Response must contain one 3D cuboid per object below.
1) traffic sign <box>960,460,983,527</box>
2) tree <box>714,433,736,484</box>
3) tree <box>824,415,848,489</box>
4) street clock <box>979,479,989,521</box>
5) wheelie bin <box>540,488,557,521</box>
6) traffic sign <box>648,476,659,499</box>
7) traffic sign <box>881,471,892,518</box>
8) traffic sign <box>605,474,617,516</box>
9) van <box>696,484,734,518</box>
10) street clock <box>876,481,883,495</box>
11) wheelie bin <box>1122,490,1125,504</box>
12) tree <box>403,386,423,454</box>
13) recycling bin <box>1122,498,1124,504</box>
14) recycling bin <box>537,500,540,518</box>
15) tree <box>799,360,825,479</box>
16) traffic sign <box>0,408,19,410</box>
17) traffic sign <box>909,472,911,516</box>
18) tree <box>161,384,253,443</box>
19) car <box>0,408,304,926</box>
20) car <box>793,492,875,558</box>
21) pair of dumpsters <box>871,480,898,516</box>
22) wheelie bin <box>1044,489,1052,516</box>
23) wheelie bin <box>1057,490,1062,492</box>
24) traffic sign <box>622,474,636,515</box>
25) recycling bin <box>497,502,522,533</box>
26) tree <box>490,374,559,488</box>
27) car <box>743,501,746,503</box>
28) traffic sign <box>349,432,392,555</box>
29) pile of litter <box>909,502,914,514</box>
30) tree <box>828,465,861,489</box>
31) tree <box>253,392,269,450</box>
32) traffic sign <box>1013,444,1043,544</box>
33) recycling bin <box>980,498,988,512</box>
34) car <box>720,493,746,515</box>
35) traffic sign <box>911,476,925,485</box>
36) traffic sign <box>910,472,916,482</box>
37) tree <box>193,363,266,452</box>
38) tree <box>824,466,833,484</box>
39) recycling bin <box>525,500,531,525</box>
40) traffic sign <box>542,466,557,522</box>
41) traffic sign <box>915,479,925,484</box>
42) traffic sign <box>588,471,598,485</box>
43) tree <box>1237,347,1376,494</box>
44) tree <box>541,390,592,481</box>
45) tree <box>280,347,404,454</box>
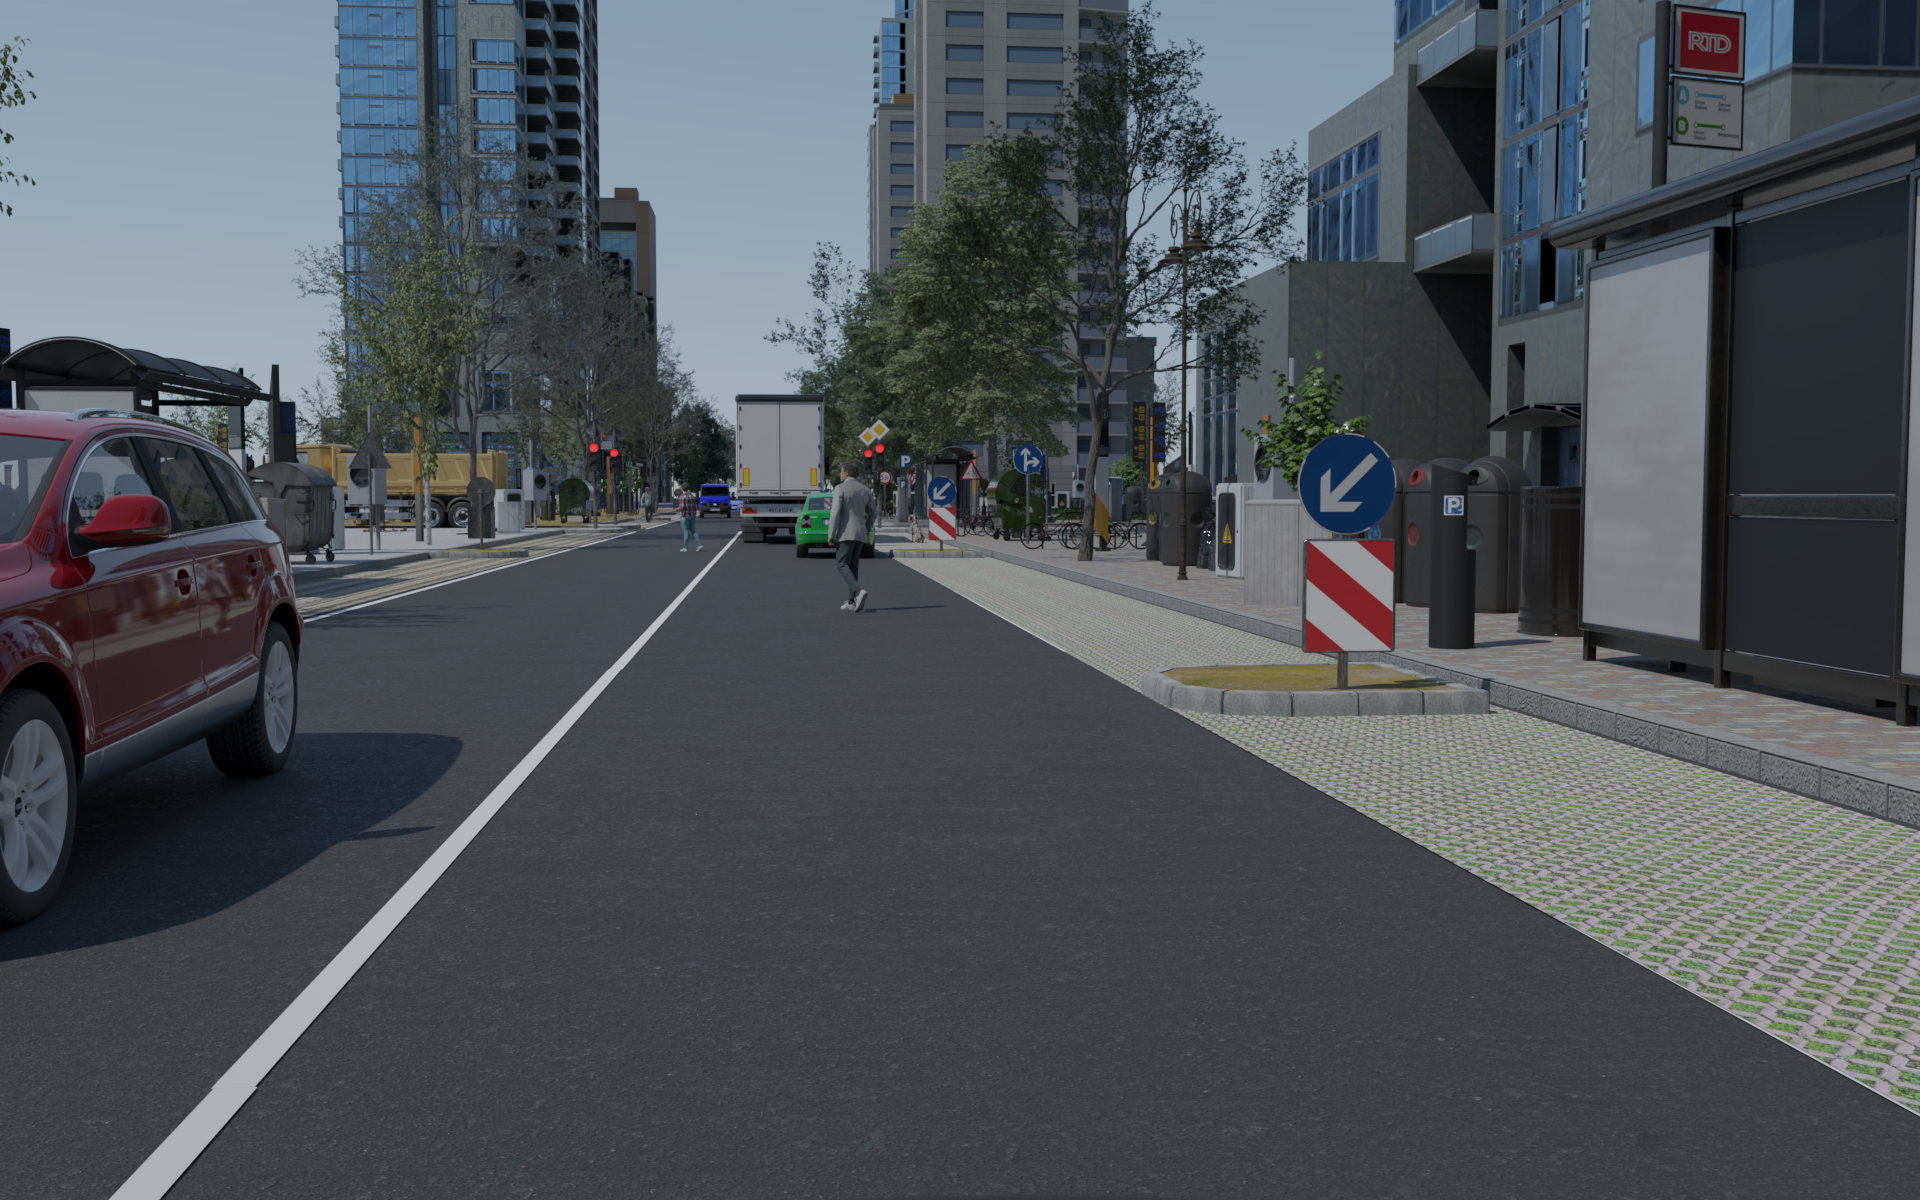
[{"bbox_3d":[0.424,-4.011,65.579,0.884,2.594,0.081,0,4,3],"label":"traffic sign"},{"bbox_3d":[-40.700,-22.323,290.727,9.928,11.665,9.643,0,3,0],"label":"tree"},{"bbox_3d":[-15.833,-17.147,206.107,9.928,11.665,9.643,0,3,0],"label":"tree"},{"bbox_3d":[1.121,-4.690,81.257,0.358,2.002,0.471,-3,4,-36],"label":"street clock"},{"bbox_3d":[-19.852,-4.624,83.508,0.693,1.594,0.980,-3,5,-43],"label":"wheelie bin"},{"bbox_3d":[-21.640,-7.479,122.394,0.768,2.556,0.104,0,4,2],"label":"traffic sign"},{"bbox_3d":[-4.012,-5.646,92.414,0.768,2.556,0.104,0,4,2],"label":"traffic sign"},{"bbox_3d":[-20.091,-6.102,99.866,0.768,2.556,0.104,0,4,2],"label":"traffic sign"},{"bbox_3d":[-14.665,-6.077,103.745,2.240,2.365,5.245,0,4,-8],"label":"van"},{"bbox_3d":[-4.455,-5.550,95.319,0.471,2.002,0.358,0,4,-1],"label":"street clock"},{"bbox_3d":[12.140,-7.443,129.601,0.980,1.594,0.693,0,4,-1],"label":"wheelie bin"},{"bbox_3d":[-30.912,-8.773,93.806,4.360,8.622,3.978,0,3,0],"label":"tree"},{"bbox_3d":[11.359,-6.850,124.556,0.722,1.027,0.722,1,4,17],"label":"recycling bin"},{"bbox_3d":[-23.406,-5.013,94.517,0.722,1.027,0.722,2,4,30],"label":"recycling bin"},{"bbox_3d":[-9.847,-15.148,154.317,9.857,13.997,8.962,0,3,0],"label":"tree"},{"bbox_3d":[-11.498,-1.133,20.648,0.606,2.300,0.079,0,4,-6],"label":"traffic sign"},{"bbox_3d":[-2.912,-6.215,101.617,0.884,2.594,0.081,0,4,-2],"label":"traffic sign"},{"bbox_3d":[-45.907,-9.407,104.161,4.360,8.622,3.978,0,3,0],"label":"tree"},{"bbox_3d":[-4.305,0.084,7.301,2.281,1.827,5.304,0,4,-7],"label":"car"},{"bbox_3d":[-2.917,-1.930,40.356,1.959,1.807,4.718,0,4,-5],"label":"car"},{"bbox_3d":[-4.340,-6.030,101.088,1.574,2.255,4.437,0,4,-6],"label":"pair of dumpsters"},{"bbox_3d":[5.092,-5.774,102.316,0.693,1.594,0.980,-1,4,-16],"label":"wheelie bin"},{"bbox_3d":[7.579,-7.571,131.693,0.693,1.594,0.980,-1,4,-16],"label":"wheelie bin"},{"bbox_3d":[-20.261,-6.492,106.148,0.884,2.594,0.081,0,4,-5],"label":"traffic sign"},{"bbox_3d":[-14.960,-2.749,57.496,0.722,1.027,0.722,-1,4,-10],"label":"recycling bin"},{"bbox_3d":[-24.351,-9.023,97.882,4.360,8.622,3.978,0,3,0],"label":"tree"},{"bbox_3d":[-22.398,-10.465,183.681,1.945,1.354,3.894,0,4,-4],"label":"car"},{"bbox_3d":[-12.341,-2.218,36.260,0.884,2.594,0.081,0,4,-3],"label":"traffic sign"},{"bbox_3d":[-2.958,-5.969,111.550,1.176,0.858,1.719,0,4,1],"label":"pile of litter"},{"bbox_3d":[-11.278,-11.392,169.978,4.285,4.588,4.351,0,3,0],"label":"tree"},{"bbox_3d":[-48.902,-10.649,124.473,4.360,8.622,3.978,0,3,0],"label":"tree"},{"bbox_3d":[1.749,-2.718,44.550,0.768,2.556,0.104,0,4,3],"label":"traffic sign"},{"bbox_3d":[1.795,-6.591,120.318,0.722,1.027,0.722,1,4,17],"label":"recycling bin"},{"bbox_3d":[-16.048,-6.864,121.820,1.945,1.707,3.694,0,4,-8],"label":"car"},{"bbox_3d":[-2.439,-6.096,99.669,0.884,2.594,0.081,0,4,-1],"label":"traffic sign"},{"bbox_3d":[-2.530,-6.132,100.357,0.768,2.556,0.104,0,4,-1],"label":"traffic sign"},{"bbox_3d":[-41.486,-9.025,97.928,4.737,8.622,4.395,0,3,0],"label":"tree"},{"bbox_3d":[-24.131,-22.777,290.526,7.486,12.596,7.792,0,3,0],"label":"tree"},{"bbox_3d":[-18.374,-3.649,72.222,0.722,1.027,0.722,3,5,39],"label":"recycling bin"},{"bbox_3d":[-18.852,-4.852,79.437,0.768,2.556,0.104,0,4,2],"label":"traffic sign"},{"bbox_3d":[-2.160,-5.951,97.397,0.768,2.556,0.104,0,4,-1],"label":"traffic sign"},{"bbox_3d":[-20.005,-5.798,94.909,0.768,2.556,0.104,0,4,0],"label":"traffic sign"},{"bbox_3d":[4.735,-1.733,22.935,1.663,3.219,1.824,0,3,0],"label":"tree"},{"bbox_3d":[-26.493,-10.123,115.878,4.737,8.622,4.395,0,3,0],"label":"tree"},{"bbox_3d":[-30.794,-8.271,85.588,4.360,8.622,3.978,0,3,0],"label":"tree"}]
